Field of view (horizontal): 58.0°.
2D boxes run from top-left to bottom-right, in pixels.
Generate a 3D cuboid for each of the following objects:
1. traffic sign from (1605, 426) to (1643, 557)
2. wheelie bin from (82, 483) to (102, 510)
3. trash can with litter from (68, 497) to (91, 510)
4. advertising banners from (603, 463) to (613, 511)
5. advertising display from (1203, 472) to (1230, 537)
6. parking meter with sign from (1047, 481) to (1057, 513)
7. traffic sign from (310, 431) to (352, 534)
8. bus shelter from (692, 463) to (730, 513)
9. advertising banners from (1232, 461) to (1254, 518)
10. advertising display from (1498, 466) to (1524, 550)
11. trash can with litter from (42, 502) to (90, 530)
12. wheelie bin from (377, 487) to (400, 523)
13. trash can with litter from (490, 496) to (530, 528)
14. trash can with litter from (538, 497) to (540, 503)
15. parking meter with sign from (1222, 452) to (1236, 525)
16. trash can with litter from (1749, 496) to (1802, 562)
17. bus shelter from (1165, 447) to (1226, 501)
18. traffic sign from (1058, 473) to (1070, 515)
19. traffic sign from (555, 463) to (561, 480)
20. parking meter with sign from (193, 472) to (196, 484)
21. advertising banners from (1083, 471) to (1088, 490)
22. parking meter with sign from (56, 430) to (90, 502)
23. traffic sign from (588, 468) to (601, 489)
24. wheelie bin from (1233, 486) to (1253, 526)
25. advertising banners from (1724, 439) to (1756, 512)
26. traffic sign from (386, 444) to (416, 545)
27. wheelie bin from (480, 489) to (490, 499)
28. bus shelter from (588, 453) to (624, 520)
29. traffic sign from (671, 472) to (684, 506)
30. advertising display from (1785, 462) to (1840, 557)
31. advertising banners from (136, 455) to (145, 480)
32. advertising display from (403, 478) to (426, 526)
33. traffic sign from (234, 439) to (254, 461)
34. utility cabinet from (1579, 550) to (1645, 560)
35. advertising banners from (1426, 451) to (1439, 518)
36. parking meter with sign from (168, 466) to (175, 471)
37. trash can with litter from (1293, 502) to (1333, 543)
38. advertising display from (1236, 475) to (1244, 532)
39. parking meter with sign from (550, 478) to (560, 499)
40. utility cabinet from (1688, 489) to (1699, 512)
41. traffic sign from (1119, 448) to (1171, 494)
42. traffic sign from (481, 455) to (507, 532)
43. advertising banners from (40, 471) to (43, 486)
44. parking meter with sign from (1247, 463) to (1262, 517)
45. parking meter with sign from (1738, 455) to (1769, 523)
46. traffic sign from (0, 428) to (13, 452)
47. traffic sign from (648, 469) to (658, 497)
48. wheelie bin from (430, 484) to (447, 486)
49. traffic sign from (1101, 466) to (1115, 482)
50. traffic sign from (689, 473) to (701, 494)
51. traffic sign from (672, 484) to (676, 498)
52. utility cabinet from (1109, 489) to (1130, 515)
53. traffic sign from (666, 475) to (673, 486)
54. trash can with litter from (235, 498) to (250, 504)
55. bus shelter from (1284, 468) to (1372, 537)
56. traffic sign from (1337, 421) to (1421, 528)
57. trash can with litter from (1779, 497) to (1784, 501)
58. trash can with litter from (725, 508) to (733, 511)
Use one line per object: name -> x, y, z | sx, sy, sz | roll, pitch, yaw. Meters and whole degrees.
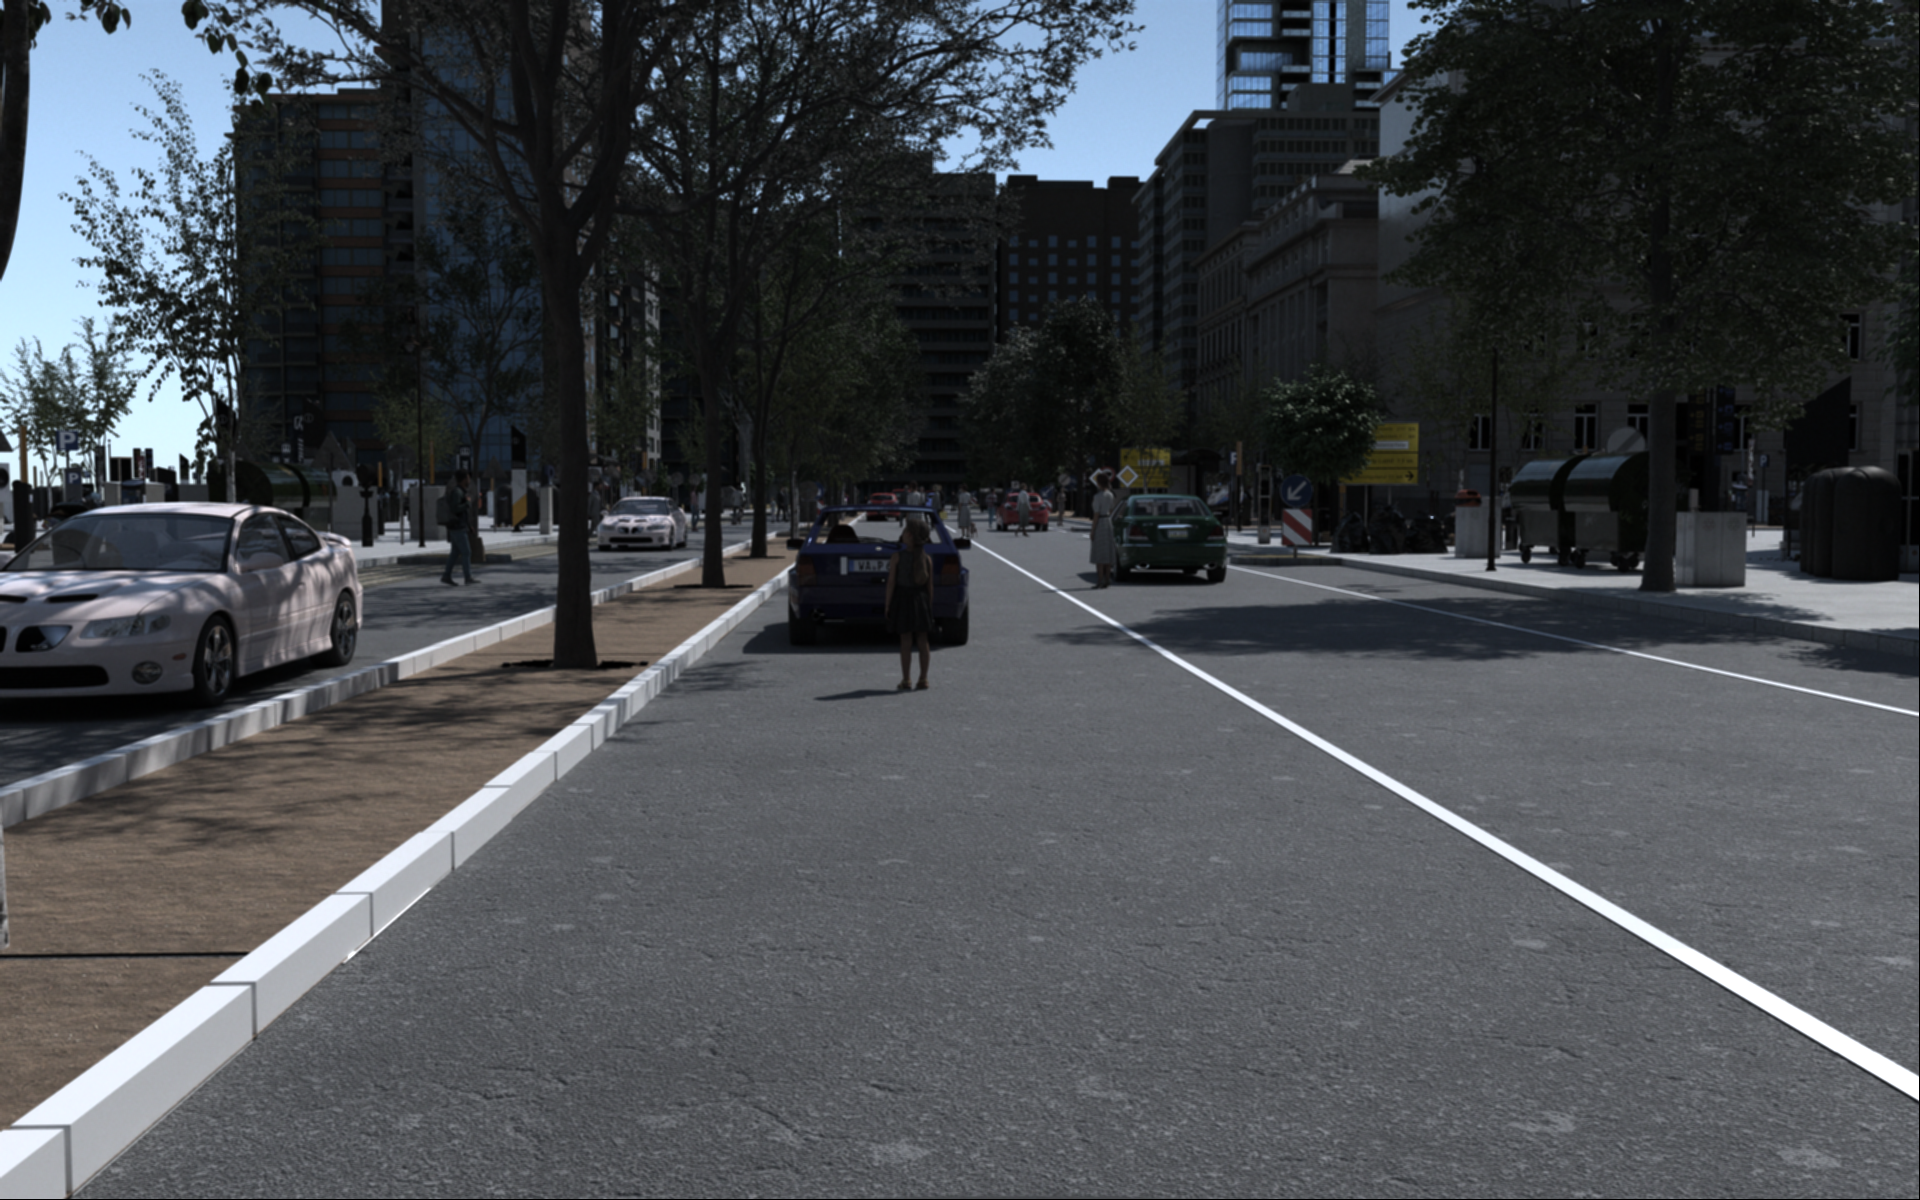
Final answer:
traffic sign -> 12.431, -1.978, 32.445 | 0.768, 2.556, 0.104 | 0, 4, 1
wheelie bin -> -25.876, -2.644, 51.131 | 0.980, 1.594, 0.693 | -2, 4, -26
trash can with litter -> -22.059, -2.024, 44.144 | 2.233, 1.210, 1.678 | 0, 4, -7
advertising banners -> -20.236, -6.167, 97.025 | 0.090, 3.025, 2.074 | 1, 4, 21
advertising display -> 7.658, -2.844, 51.709 | 0.974, 1.923, 0.123 | -2, 4, -34
parking meter with sign -> 6.147, -7.406, 117.343 | 0.543, 3.016, 1.738 | -1, 4, -13
traffic sign -> -12.928, -2.176, 35.582 | 0.884, 2.594, 0.081 | 0, 4, 5
bus shelter -> -16.573, -7.433, 115.453 | 2.014, 3.302, 5.546 | 0, 4, -2
advertising banners -> 14.507, -5.813, 91.232 | 2.074, 3.025, 0.090 | -1, 4, -13
advertising display -> 12.748, -2.127, 39.991 | 0.123, 1.923, 0.974 | -1, 4, -15
trash can with litter -> -12.721, -0.814, 24.701 | 0.624, 1.170, 1.055 | -2, 4, -26
wheelie bin -> -25.892, -4.349, 79.014 | 0.693, 1.594, 0.980 | 0, 4, 7
trash can with litter -> -17.175, -3.383, 66.367 | 1.678, 1.210, 2.233 | 2, 4, 26
trash can with litter -> -32.048, -7.231, 129.620 | 0.624, 1.170, 1.055 | 3, 5, 40
parking meter with sign -> 10.987, -4.626, 71.894 | 0.543, 3.016, 1.738 | -1, 4, -20
trash can with litter -> 16.058, -1.338, 32.927 | 1.678, 1.210, 2.233 | 1, 4, 16
bus shelter -> 10.419, -5.133, 77.852 | 2.014, 3.302, 5.546 | 0, 4, -2
traffic sign -> 6.415, -6.525, 106.784 | 0.768, 2.556, 0.104 | 0, 4, -1
traffic sign -> -16.049, -4.286, 70.179 | 0.768, 2.556, 0.104 | 0, 4, 7
parking meter with sign -> -60.433, -8.712, 138.701 | 1.738, 3.016, 0.543 | 0, 4, -2
advertising banners -> 9.545, -7.733, 122.622 | 2.074, 3.025, 0.090 | 0, 4, 4
parking meter with sign -> -23.996, -3.090, 46.779 | 0.543, 3.016, 1.738 | -2, 4, -32
traffic sign -> -17.854, -5.148, 84.280 | 0.768, 2.556, 0.104 | 0, 4, -1
wheelie bin -> 11.258, -3.736, 68.999 | 0.693, 1.594, 0.980 | 0, 4, -6
advertising banners -> 24.515, -3.562, 54.427 | 2.074, 3.025, 0.090 | -3, 5, -42
traffic sign -> -14.171, -2.681, 43.937 | 0.768, 2.556, 0.104 | 0, 4, 1
wheelie bin -> -31.184, -6.472, 113.728 | 0.980, 1.594, 0.693 | 0, 4, 2
bus shelter -> -18.437, -5.737, 87.731 | 2.014, 3.302, 5.546 | 0, 4, -2
traffic sign -> -16.444, -6.151, 100.679 | 0.768, 2.556, 0.104 | 0, 4, 3
advertising display -> 17.065, -1.803, 34.694 | 0.123, 1.923, 0.974 | -3, 5, -42
advertising banners -> -37.044, -5.100, 79.569 | 0.090, 3.025, 2.074 | 1, 4, 17
advertising display -> -22.222, -3.989, 70.435 | 0.974, 1.923, 0.123 | -1, 4, -16
traffic sign -> -16.825, -2.481, 40.560 | 0.884, 2.594, 0.081 | 0, 4, 3
utility cabinet -> 12.489, -1.499, 33.187 | 1.173, 1.500, 0.318 | 0, 4, 6
advertising banners -> 19.071, -4.512, 69.958 | 0.090, 3.025, 2.074 | 0, 4, 2
parking meter with sign -> -50.307, -6.887, 108.864 | 1.738, 3.016, 0.543 | 0, 4, 6
trash can with litter -> 9.306, -2.090, 45.566 | 1.055, 1.170, 0.624 | -1, 4, -21
advertising display -> 9.511, -3.278, 58.813 | 0.123, 1.923, 0.974 | 1, 4, 17
parking meter with sign -> -19.584, -5.382, 84.263 | 1.738, 3.016, 0.543 | -2, 4, -30
utility cabinet -> 30.290, -3.852, 71.656 | 0.318, 1.500, 1.173 | 1, 4, 13
traffic sign -> 8.122, -5.020, 75.949 | 2.265, 3.308, 0.079 | 0, 4, 1
traffic sign -> -15.551, -3.537, 57.835 | 0.884, 2.594, 0.081 | 0, 4, 2
advertising banners -> -70.089, -8.294, 131.786 | 0.090, 3.025, 2.074 | -3, 5, -43
parking meter with sign -> 16.160, -6.211, 97.813 | 0.543, 3.016, 1.738 | -3, 5, -41
parking meter with sign -> 34.771, -4.908, 76.512 | 1.738, 3.016, 0.543 | -1, 4, -12
traffic sign -> -12.424, -1.343, 21.958 | 0.884, 2.594, 0.081 | 0, 4, 6
traffic sign -> -15.753, -5.381, 88.085 | 0.768, 2.556, 0.104 | 0, 4, 5
wheelie bin -> -16.230, -2.821, 54.039 | 0.980, 1.594, 0.693 | 1, 4, 12
traffic sign -> 6.658, -4.797, 78.537 | 0.768, 2.556, 0.104 | 0, 4, 6
traffic sign -> -16.293, -6.503, 106.429 | 0.768, 2.556, 0.104 | 0, 4, 3
traffic sign -> -20.642, -7.638, 124.988 | 0.768, 2.556, 0.104 | 0, 4, 0
utility cabinet -> 7.296, -4.384, 80.354 | 1.173, 1.500, 0.318 | -1, 4, -22
traffic sign -> -17.340, -6.240, 103.215 | 0.795, 2.450, 0.064 | 0, 4, 0
trash can with litter -> -13.580, -1.374, 33.518 | 1.678, 1.210, 2.233 | 1, 4, 18
bus shelter -> 11.572, -3.921, 55.396 | 1.731, 3.624, 6.357 | 0, 4, -2
traffic sign -> 11.761, -3.354, 48.707 | 2.265, 3.308, 0.079 | 0, 4, 6
trash can with litter -> 64.828, -7.602, 135.676 | 1.055, 1.170, 0.624 | 2, 4, 23
trash can with litter -> -18.487, -7.530, 134.180 | 2.233, 1.210, 1.678 | 0, 4, -3
